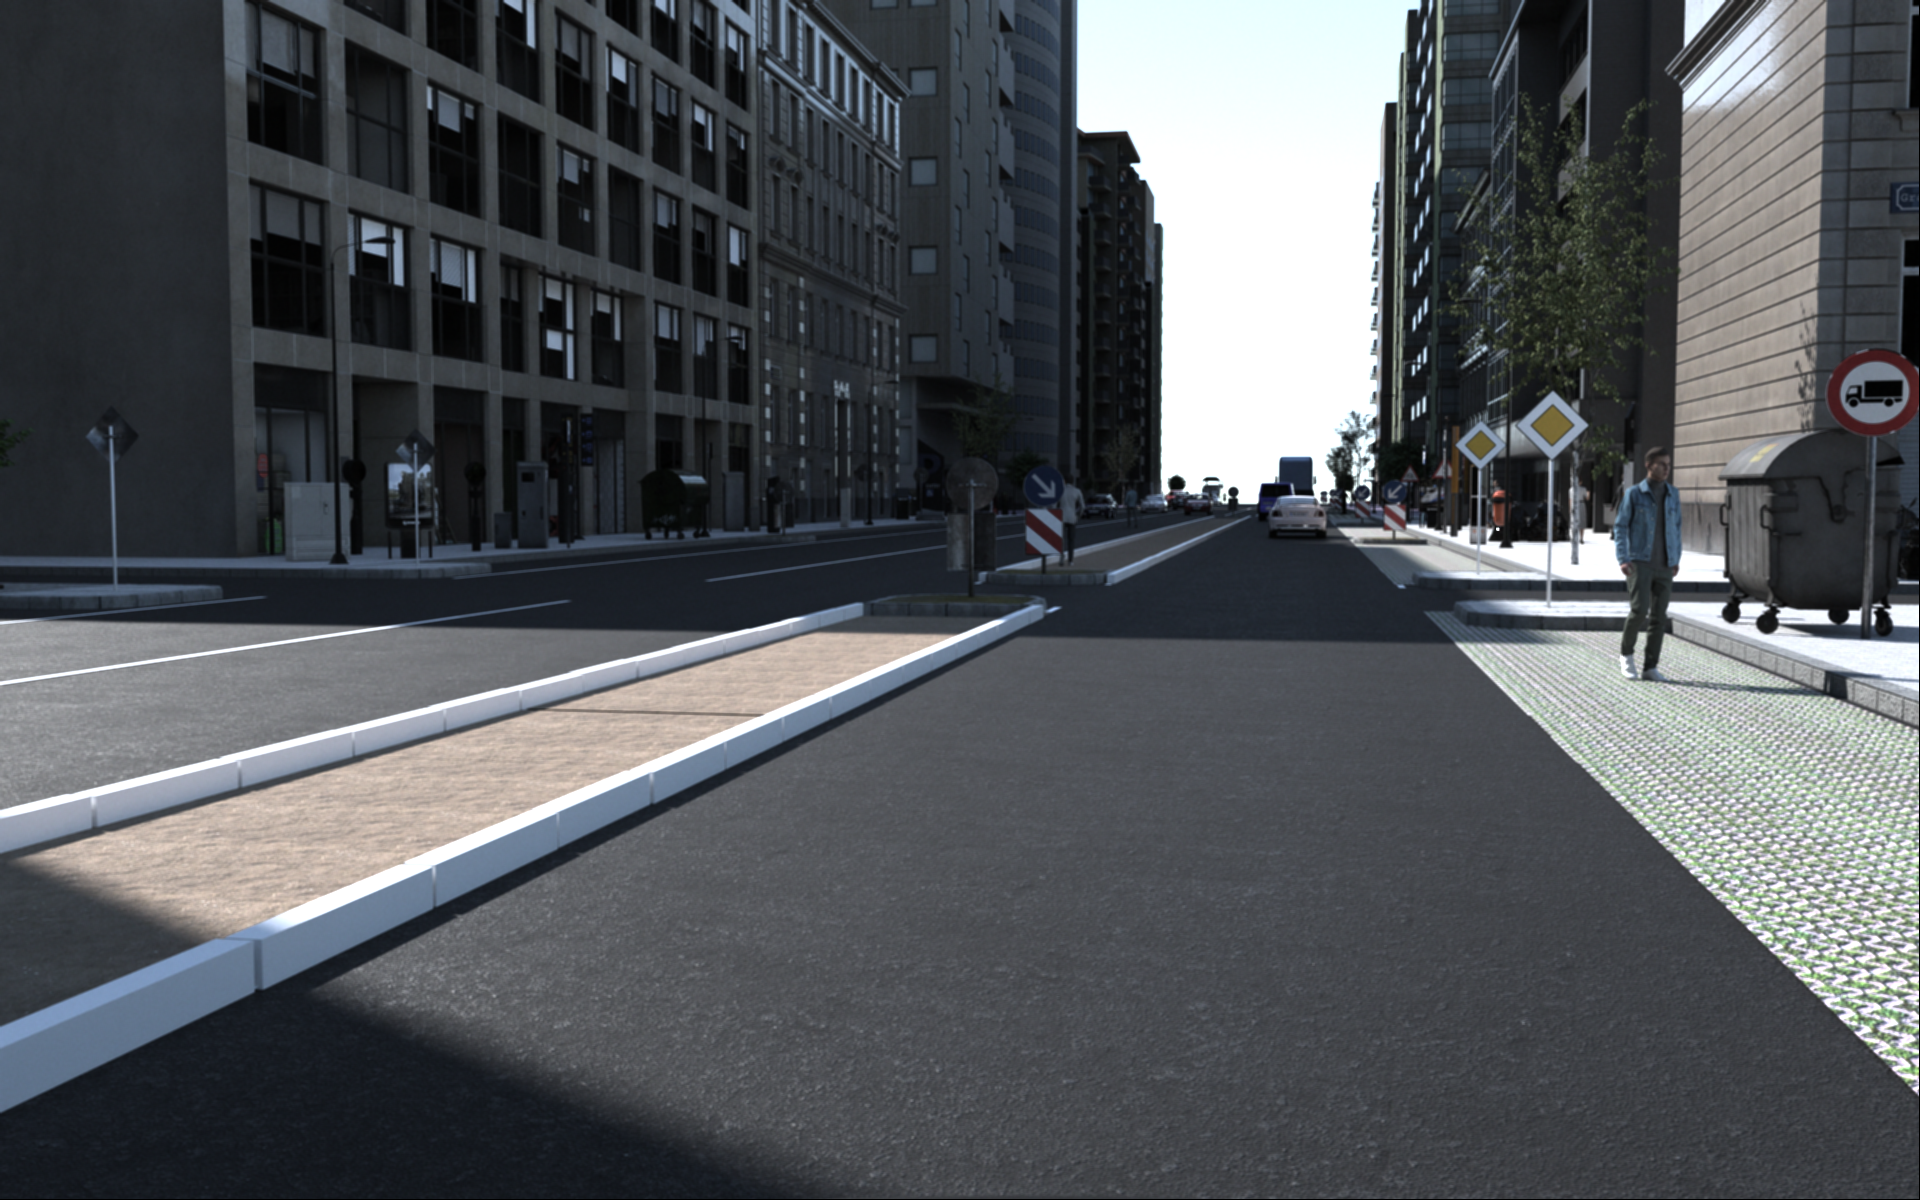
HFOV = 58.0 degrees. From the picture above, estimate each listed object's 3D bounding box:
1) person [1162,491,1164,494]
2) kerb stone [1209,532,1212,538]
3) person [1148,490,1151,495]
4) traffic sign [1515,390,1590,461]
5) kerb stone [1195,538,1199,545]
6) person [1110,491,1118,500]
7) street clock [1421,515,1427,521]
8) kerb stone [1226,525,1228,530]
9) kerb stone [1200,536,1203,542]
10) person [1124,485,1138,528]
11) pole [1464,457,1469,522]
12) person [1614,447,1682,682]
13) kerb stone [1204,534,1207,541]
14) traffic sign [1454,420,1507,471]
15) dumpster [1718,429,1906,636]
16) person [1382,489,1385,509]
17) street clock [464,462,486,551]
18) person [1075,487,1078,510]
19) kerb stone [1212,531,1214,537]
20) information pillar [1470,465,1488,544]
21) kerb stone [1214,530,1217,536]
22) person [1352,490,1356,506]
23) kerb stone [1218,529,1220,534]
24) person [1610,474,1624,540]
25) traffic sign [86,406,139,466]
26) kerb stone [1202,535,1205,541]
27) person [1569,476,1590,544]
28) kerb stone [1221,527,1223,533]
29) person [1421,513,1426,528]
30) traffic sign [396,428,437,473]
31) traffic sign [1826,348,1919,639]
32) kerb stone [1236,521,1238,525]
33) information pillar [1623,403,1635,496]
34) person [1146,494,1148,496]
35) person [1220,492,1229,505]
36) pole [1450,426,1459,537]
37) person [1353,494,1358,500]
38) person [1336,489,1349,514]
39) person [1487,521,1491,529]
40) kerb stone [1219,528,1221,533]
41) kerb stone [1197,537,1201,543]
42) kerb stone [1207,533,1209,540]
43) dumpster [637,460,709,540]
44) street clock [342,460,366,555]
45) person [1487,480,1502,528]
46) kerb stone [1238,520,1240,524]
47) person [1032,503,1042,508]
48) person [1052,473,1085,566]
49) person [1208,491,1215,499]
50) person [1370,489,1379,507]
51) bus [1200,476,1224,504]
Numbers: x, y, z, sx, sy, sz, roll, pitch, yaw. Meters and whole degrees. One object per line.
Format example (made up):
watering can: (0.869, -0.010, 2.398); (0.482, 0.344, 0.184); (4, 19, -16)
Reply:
person: (28.680, -14.587, 245.356); (0.721, 1.723, 1.217); (1, 4, 10)
kerb stone: (7.876, -2.021, 55.262); (0.120, 0.150, 1.000); (1, 4, 11)
person: (21.809, -11.826, 200.078); (0.721, 1.739, 1.217); (2, 4, 24)
traffic sign: (6.634, -1.052, 19.388); (0.795, 2.593, 0.064); (1, 4, 11)
kerb stone: (6.485, -1.592, 48.219); (0.120, 0.150, 1.000); (1, 4, 11)
person: (12.883, -8.311, 145.180); (0.742, 1.727, 0.445); (0, 4, -8)
street clock: (21.810, -4.697, 81.370); (0.471, 2.002, 0.358); (3, 5, 40)
kerb stone: (10.072, -2.696, 66.329); (0.120, 0.150, 1.000); (1, 4, 11)
kerb stone: (6.880, -1.715, 50.231); (0.120, 0.150, 1.000); (1, 4, 11)
person: (7.346, -4.033, 74.301); (0.638, 1.841, 0.748); (-1, 4, -10)
pole: (22.574, -5.097, 77.172); (0.158, 3.312, 0.155); (0, 3, 0)
person: (5.242, -0.266, 13.189); (0.601, 1.785, 0.444); (0, 4, -5)
kerb stone: (7.277, -1.831, 52.241); (0.120, 0.150, 1.000); (1, 4, 11)
traffic sign: (8.186, -1.531, 27.221); (0.795, 2.593, 0.064); (1, 4, 11)
dumpster: (8.040, -0.651, 16.406); (1.264, 1.857, 1.865); (1, 4, 11)
person: (35.898, -8.544, 146.459); (0.721, 1.735, 1.217); (1, 4, 21)
street clock: (-10.883, -2.101, 38.925); (0.471, 2.002, 0.358); (-1, 4, -13)
person: (9.343, -8.230, 140.539); (0.705, 1.831, 1.348); (-3, 5, -40)
kerb stone: (8.074, -2.084, 56.268); (0.120, 0.150, 1.000); (1, 4, 11)
information pillar: (13.221, -2.425, 44.145); (0.304, 2.012, 0.304); (-2, 4, -34)
kerb stone: (8.472, -2.206, 58.273); (0.120, 0.150, 1.000); (1, 4, 11)
person: (44.069, -11.431, 193.722); (0.721, 1.735, 1.217); (-1, 4, -22)
kerb stone: (8.869, -2.330, 60.284); (0.120, 0.150, 1.000); (1, 4, 11)
person: (18.168, -2.539, 47.329); (0.755, 1.850, 0.659); (1, 4, 18)
traffic sign: (-11.210, -1.269, 22.931); (0.795, 2.593, 0.064); (1, 4, 11)
kerb stone: (7.082, -1.776, 51.237); (0.120, 0.150, 1.000); (1, 4, 11)
person: (15.881, -2.312, 44.406); (0.480, 1.755, 0.524); (2, 4, 24)
kerb stone: (9.271, -2.453, 62.304); (0.120, 0.150, 1.000); (1, 4, 11)
person: (17.802, -3.638, 65.866); (0.623, 1.781, 0.721); (0, 4, 7)
traffic sign: (-9.659, -1.748, 30.764); (0.795, 2.593, 0.064); (1, 4, 11)
traffic sign: (8.026, -0.927, 15.269); (0.768, 2.556, 0.104); (1, 4, 20)
kerb stone: (12.064, -3.314, 76.380); (0.120, 0.150, 1.000); (1, 4, 11)
information pillar: (17.079, -3.234, 44.238); (0.183, 3.616, 0.504); (3, 5, 40)
person: (16.659, -8.697, 153.890); (0.628, 1.438, 0.799); (0, 4, -5)
person: (35.651, -13.691, 233.136); (1.217, 1.735, 0.721); (1, 4, 12)
pole: (14.860, -3.557, 52.000); (0.158, 3.312, 0.155); (0, 3, 0)
person: (44.002, -11.313, 191.955); (0.756, 1.711, 0.436); (1, 4, 19)
person: (26.824, -6.874, 121.034); (1.348, 1.807, 0.705); (-3, 5, -39)
person: (19.098, -3.506, 63.468); (0.778, 1.811, 0.616); (2, 4, 35)
kerb stone: (9.074, -2.390, 61.296); (0.120, 0.150, 1.000); (1, 4, 11)
kerb stone: (6.681, -1.653, 49.225); (0.120, 0.150, 1.000); (1, 4, 11)
kerb stone: (7.482, -1.897, 53.245); (0.120, 0.150, 1.000); (1, 4, 11)
dumpster: (-8.143, -2.854, 49.161); (1.502, 2.255, 1.985); (1, 4, 11)
street clock: (-12.799, -1.962, 36.642); (0.358, 2.002, 0.471); (1, 4, 22)
person: (19.947, -3.574, 64.574); (0.767, 1.812, 0.694); (0, 4, -2)
kerb stone: (12.464, -3.431, 78.387); (0.120, 0.150, 1.000); (1, 4, 11)
person: (3.824, -4.736, 86.768); (0.563, 1.720, 0.643); (3, 4, 37)
person: (2.149, -1.595, 34.427); (0.661, 1.843, 0.795); (0, 4, 1)
person: (28.407, -11.499, 196.594); (0.705, 1.812, 1.348); (-2, 4, -34)
person: (39.856, -9.798, 166.943); (1.217, 1.736, 0.721); (1, 4, 18)
bus: (35.224, -15.284, 241.446); (2.896, 3.916, 12.252); (1, 4, 11)
